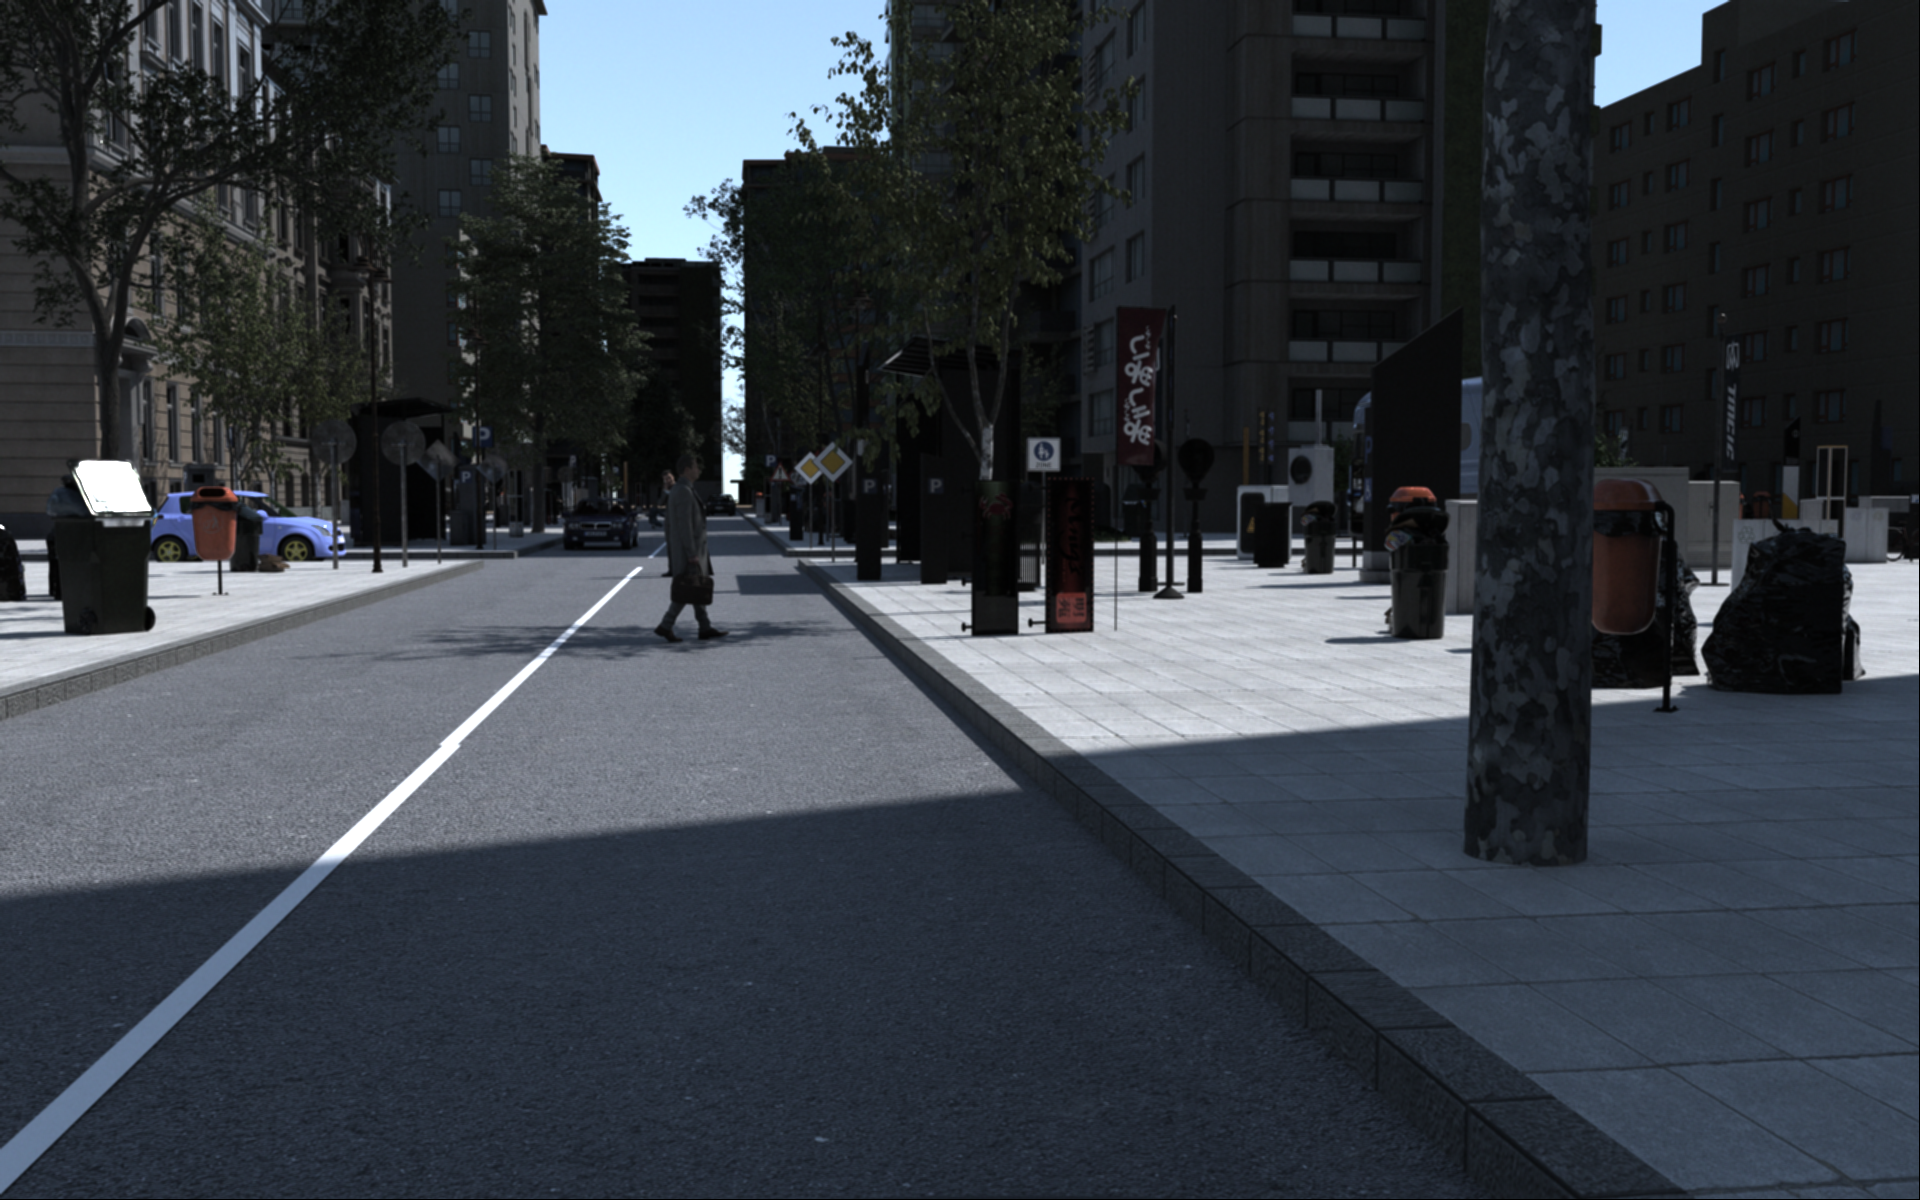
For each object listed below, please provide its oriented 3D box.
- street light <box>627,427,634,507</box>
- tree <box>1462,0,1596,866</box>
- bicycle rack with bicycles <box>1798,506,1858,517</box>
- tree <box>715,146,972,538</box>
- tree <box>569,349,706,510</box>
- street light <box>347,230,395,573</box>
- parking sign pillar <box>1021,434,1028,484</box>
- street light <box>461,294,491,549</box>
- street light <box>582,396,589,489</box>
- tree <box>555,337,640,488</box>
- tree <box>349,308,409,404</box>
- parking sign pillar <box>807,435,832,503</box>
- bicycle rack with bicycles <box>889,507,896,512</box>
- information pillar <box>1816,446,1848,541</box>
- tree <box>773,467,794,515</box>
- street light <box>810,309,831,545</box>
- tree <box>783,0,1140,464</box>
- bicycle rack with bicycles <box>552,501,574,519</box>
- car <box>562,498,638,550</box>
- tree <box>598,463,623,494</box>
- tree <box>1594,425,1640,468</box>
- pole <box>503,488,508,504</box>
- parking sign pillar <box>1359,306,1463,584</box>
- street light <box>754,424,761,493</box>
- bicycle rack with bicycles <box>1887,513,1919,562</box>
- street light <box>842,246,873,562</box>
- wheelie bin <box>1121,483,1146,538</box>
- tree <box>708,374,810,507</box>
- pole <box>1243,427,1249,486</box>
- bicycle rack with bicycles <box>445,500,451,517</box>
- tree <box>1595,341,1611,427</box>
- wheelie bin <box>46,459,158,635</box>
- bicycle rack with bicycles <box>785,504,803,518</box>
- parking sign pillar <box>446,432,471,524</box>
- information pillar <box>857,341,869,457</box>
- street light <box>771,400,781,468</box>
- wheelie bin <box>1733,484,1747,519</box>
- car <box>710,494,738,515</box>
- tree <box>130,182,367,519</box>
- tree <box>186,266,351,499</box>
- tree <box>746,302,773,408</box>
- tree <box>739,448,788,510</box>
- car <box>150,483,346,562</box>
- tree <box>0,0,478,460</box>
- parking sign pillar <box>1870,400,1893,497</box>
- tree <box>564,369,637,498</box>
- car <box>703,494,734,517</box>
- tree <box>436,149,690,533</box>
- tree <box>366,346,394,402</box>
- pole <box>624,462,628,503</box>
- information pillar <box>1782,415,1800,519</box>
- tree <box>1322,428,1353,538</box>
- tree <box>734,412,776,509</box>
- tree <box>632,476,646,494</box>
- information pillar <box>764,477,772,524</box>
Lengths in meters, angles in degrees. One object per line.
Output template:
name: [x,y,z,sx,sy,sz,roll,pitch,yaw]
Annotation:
street light: [-20.957,-8.392,109.989,0.468,5.910,1.993,0,4,-8]
tree: [2.673,-9.235,6.885,12.611,20.169,13.585,0,3,0]
bicycle rack with bicycles: [26.846,-2.463,53.657,2.852,0.926,2.925,1,4,10]
tree: [-3.339,-7.668,51.129,9.928,11.665,9.643,0,3,0]
tree: [-25.496,-13.449,136.903,9.611,12.733,9.660,0,3,0]
street light: [-9.541,-3.388,28.186,0.468,5.910,1.993,0,4,-8]
parking sign pillar: [2.105,-5.051,71.048,1.447,3.967,1.447,1,4,17]
street light: [-11.176,-4.119,40.131,0.468,5.910,1.993,0,4,-8]
street light: [-16.196,-6.254,75.042,0.468,5.910,1.993,0,4,-8]
tree: [-17.506,-8.052,82.018,4.360,8.622,3.978,0,3,0]
tree: [-23.100,-7.104,66.520,4.360,8.622,3.978,0,3,0]
parking sign pillar: [-6.451,-5.574,79.612,1.447,3.967,1.447,3,5,40]
bicycle rack with bicycles: [-2.419,-4.714,90.461,2.925,0.926,2.852,1,4,19]
information pillar: [13.303,-1.344,26.466,0.304,2.012,0.304,-1,4,-10]
tree: [-11.336,-6.939,108.050,1.663,3.219,1.824,0,3,0]
street light: [-3.502,-4.322,43.457,0.468,5.910,1.993,0,4,-8]
tree: [0.199,-4.200,19.040,4.737,8.622,4.395,0,3,0]
bicycle rack with bicycles: [-20.833,-4.672,89.766,2.852,0.926,2.925,-3,4,-37]
car: [-9.482,-2.034,45.842,1.945,1.354,3.894,0,4,-7]
tree: [-21.669,-6.819,106.091,1.663,3.219,1.824,0,3,0]
tree: [17.872,-3.304,48.614,1.663,3.219,1.824,0,3,0]
pole: [-19.470,-4.912,74.148,0.158,3.312,0.155,0,3,0]
parking sign pillar: [6.532,-2.235,25.019,1.447,3.967,1.447,0,4,-5]
street light: [-13.315,-8.644,114.123,0.468,5.910,1.993,0,4,-8]
bicycle rack with bicycles: [18.961,-1.136,31.961,2.852,0.926,2.925,0,4,-7]
street light: [-1.915,-3.651,32.489,0.468,5.910,1.993,0,4,-8]
wheelie bin: [5.208,-2.654,51.296,0.980,1.594,0.693,3,5,41]
tree: [-19.761,-15.773,168.263,12.009,13.543,11.850,0,3,0]
pole: [8.736,-3.613,52.922,0.158,3.312,0.155,0,3,0]
bicycle rack with bicycles: [-28.162,-5.037,95.733,2.925,0.926,2.852,1,4,22]
tree: [22.700,-7.116,66.714,4.360,8.622,3.978,0,3,0]
wheelie bin: [-7.952,-0.495,16.007,0.693,1.594,0.980,2,4,29]
bicycle rack with bicycles: [-8.327,-4.849,92.655,2.852,0.926,2.925,2,4,30]
parking sign pillar: [-21.706,-5.329,75.600,1.447,3.967,1.447,0,4,-2]
information pillar: [-1.467,-2.142,26.372,0.183,3.616,0.504,1,4,9]
street light: [-8.391,-6.508,79.199,0.468,5.910,1.993,0,4,-8]
wheelie bin: [22.282,-2.571,49.937,0.693,1.594,0.980,1,4,18]
car: [-16.217,-6.647,118.471,2.009,1.686,4.222,0,4,-8]
tree: [-16.965,-5.507,40.400,4.737,8.622,4.395,0,3,0]
tree: [-22.019,-6.377,54.626,4.360,8.622,3.978,0,3,0]
tree: [-5.741,-6.863,62.573,4.737,8.622,4.395,0,3,0]
tree: [-13.970,-8.629,124.796,4.285,4.588,4.351,0,3,0]
car: [-14.337,-1.546,34.869,3.694,1.707,1.945,-1,4,-9]
tree: [-8.721,-5.119,18.115,8.767,10.594,7.601,1,4,18]
parking sign pillar: [26.641,-3.772,50.145,1.447,3.967,1.447,2,4,24]
tree: [-19.765,-8.925,96.280,4.737,8.622,4.395,0,3,0]
car: [-15.580,-6.248,111.949,2.009,1.686,4.222,-1,4,-8]
tree: [-13.774,-8.535,57.668,7.486,12.596,7.792,0,3,0]
tree: [-22.605,-6.794,61.438,4.737,8.622,4.395,0,3,0]
pole: [-20.990,-7.030,108.782,0.158,3.312,0.155,0,3,0]
information pillar: [24.658,-3.671,51.372,0.504,3.616,0.183,-1,4,-12]
tree: [10.963,-3.423,50.571,1.663,3.219,1.824,0,3,0]
tree: [-17.996,-12.318,151.765,4.360,8.622,3.978,0,3,0]
tree: [-28.571,-9.905,156.541,1.663,3.219,1.824,0,3,0]
information pillar: [-8.235,-4.273,74.358,0.304,2.012,0.304,0,4,-2]
